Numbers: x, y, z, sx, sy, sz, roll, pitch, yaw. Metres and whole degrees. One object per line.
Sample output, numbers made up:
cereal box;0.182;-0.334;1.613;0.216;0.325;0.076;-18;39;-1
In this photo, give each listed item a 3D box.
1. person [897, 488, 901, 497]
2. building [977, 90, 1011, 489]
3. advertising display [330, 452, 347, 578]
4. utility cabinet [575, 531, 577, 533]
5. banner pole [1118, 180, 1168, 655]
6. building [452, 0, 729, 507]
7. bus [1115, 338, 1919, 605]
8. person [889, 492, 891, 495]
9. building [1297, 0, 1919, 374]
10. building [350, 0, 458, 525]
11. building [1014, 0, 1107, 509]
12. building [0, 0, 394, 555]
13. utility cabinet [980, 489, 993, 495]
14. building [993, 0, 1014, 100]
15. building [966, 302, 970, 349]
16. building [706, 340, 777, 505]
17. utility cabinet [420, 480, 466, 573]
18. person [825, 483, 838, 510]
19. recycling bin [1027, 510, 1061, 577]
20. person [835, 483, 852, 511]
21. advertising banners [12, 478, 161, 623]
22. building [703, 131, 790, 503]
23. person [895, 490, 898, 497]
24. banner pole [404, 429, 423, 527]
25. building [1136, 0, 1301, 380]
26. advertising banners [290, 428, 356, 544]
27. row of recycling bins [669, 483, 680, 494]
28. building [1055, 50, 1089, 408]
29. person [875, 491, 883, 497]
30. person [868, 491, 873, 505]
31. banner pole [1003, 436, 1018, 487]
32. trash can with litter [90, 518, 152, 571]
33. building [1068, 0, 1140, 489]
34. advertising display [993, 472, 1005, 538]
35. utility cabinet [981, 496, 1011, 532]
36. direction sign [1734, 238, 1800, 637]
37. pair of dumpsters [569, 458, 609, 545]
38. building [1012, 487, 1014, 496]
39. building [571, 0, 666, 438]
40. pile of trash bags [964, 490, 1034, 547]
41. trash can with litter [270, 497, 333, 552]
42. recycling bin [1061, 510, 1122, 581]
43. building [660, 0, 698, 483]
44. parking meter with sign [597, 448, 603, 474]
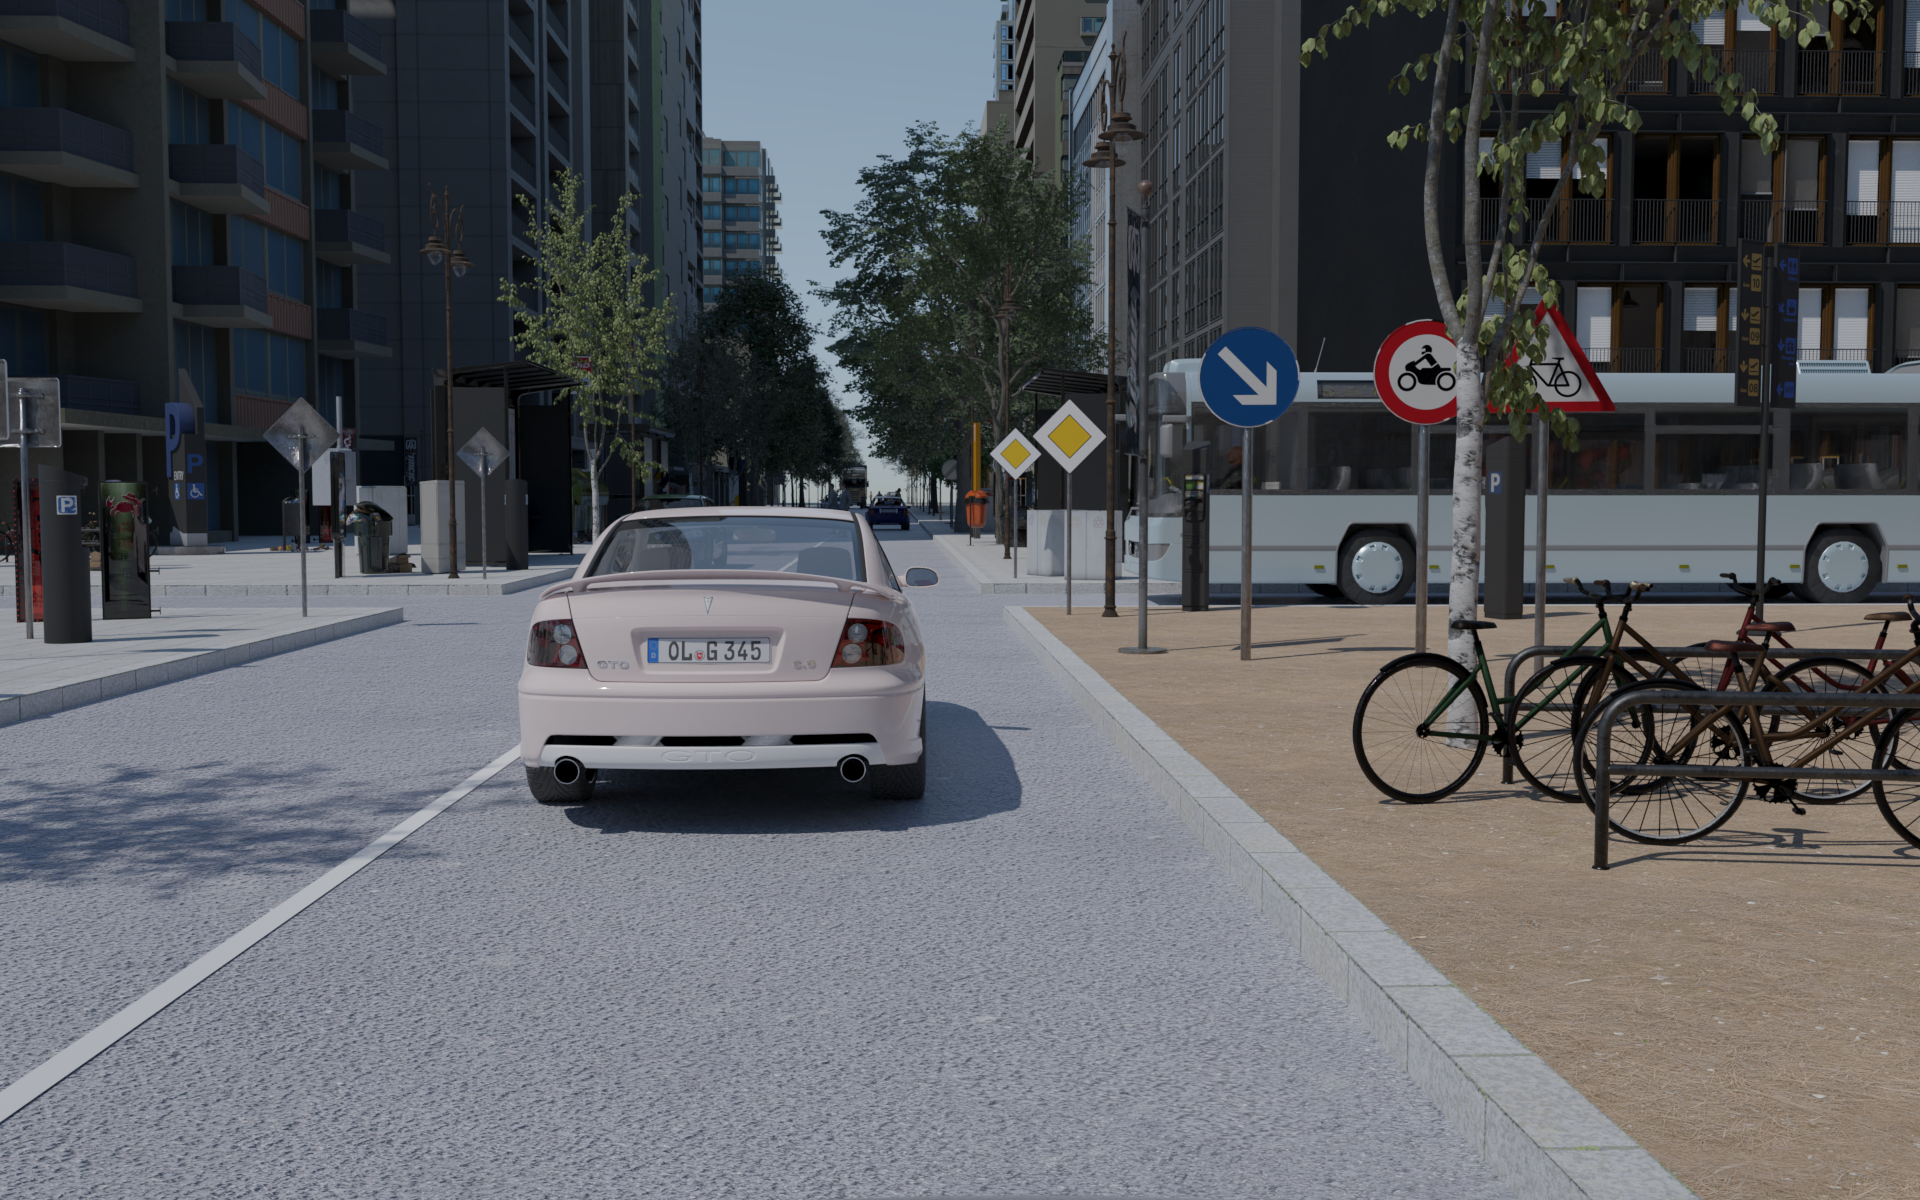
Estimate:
person;-3.736;-6.054;107.496;0.705;1.823;1.348;0;4;3
building;13.208;-35.545;204.854;21.300;48.544;21.600;0;4;-2
advertising display;-9.580;-1.315;26.710;0.123;1.923;0.974;-1;4;-13
utility cabinet;-12.563;-2.837;57.540;1.020;1.237;0.306;2;4;32
banner pole;1.406;-1.449;13.704;0.401;3.779;0.863;1;4;19
building;-31.008;-43.599;151.090;20.563;71.187;20.611;0;4;-2
bus;8.061;-1.728;23.109;13.247;3.499;2.948;0;4;-2
person;-9.722;-13.876;236.191;0.721;1.723;1.217;-1;4;-14
building;17.137;-12.866;40.043;15.834;23.373;12.332;0;4;-2
building;-26.918;-39.218;79.467;20.563;71.187;20.611;0;4;-2
building;15.566;-31.251;134.660;21.300;48.544;21.600;0;4;-2
building;-29.185;-24.028;47.482;22.147;44.769;28.867;0;4;-2
utility cabinet;0.740;-3.751;70.000;1.173;1.500;0.318;2;4;26
building;13.221;-56.112;230.094;22.319;86.520;31.000;0;4;-2
building;7.429;-29.505;254.109;14.160;30.474;14.107;0;4;-2
building;-36.513;-22.089;206.200;27.650;21.520;28.899;0;4;-2
utility cabinet;-8.425;-1.194;28.201;0.318;1.500;1.173;0;4;5
person;-4.550;-3.244;61.668;0.853;1.813;0.709;0;4;1
recycling bin;1.532;-0.903;27.325;0.722;1.027;0.722;-2;4;-28
person;-3.865;-2.978;57.371;0.473;1.802;0.592;-1;4;-20
advertising banners;-9.161;-1.291;17.291;2.074;3.025;0.090;-2;4;-28
building;-35.619;-37.661;235.369;23.786;49.044;30.456;0;4;-2
person;-4.603;-7.360;129.663;0.721;1.723;1.217;1;4;19
banner pole;-20.980;-4.696;66.789;0.863;3.779;0.401;-1;4;-17
building;15.707;-16.902;69.854;14.314;27.812;24.014;0;4;-2
advertising banners;-16.614;-3.003;45.292;0.090;3.025;2.074;2;4;31
row of recycling bins;-10.730;-3.328;61.528;1.069;1.692;3.534;0;4;7
building;13.198;-21.117;116.970;14.160;30.474;14.107;0;4;-2
person;-7.500;-9.287;161.067;1.217;1.736;0.721;0;4;-1
person;-11.966;-13.678;232.149;0.705;1.823;1.348;-2;4;-23
banner pole;2.090;-5.058;72.714;0.863;3.779;0.401;2;4;25
trash can with litter;-14.244;-1.092;29.249;0.624;1.170;1.055;1;4;14
building;12.740;-16.744;91.779;12.078;24.808;19.932;0;4;-2
advertising display;1.196;-2.792;50.856;0.123;1.923;0.974;1;4;22
utility cabinet;1.217;-2.894;58.484;1.020;1.237;0.306;0;4;3
direction sign;7.273;-1.447;15.660;0.876;3.537;0.379;-2;4;-32
pair of dumpsters;-10.391;-2.646;45.762;1.574;2.255;4.437;0;4;-2
building;20.518;-28.501;157.878;32.217;40.220;23.993;0;4;-2
building;-26.311;-25.920;107.387;14.154;41.232;14.086;0;4;-2
pile of trash bags;1.535;-1.996;42.389;3.447;1.369;1.912;3;4;36
trash can with litter;-14.937;-1.744;39.574;1.678;1.210;2.233;1;4;16
recycling bin;2.008;-0.826;26.064;0.722;1.027;0.722;1;4;21
building;-34.094;-32.921;127.499;28.713;52.752;27.495;0;4;-2
parking meter with sign;-13.538;-4.075;62.887;1.738;3.016;0.543;-3;5;-42
